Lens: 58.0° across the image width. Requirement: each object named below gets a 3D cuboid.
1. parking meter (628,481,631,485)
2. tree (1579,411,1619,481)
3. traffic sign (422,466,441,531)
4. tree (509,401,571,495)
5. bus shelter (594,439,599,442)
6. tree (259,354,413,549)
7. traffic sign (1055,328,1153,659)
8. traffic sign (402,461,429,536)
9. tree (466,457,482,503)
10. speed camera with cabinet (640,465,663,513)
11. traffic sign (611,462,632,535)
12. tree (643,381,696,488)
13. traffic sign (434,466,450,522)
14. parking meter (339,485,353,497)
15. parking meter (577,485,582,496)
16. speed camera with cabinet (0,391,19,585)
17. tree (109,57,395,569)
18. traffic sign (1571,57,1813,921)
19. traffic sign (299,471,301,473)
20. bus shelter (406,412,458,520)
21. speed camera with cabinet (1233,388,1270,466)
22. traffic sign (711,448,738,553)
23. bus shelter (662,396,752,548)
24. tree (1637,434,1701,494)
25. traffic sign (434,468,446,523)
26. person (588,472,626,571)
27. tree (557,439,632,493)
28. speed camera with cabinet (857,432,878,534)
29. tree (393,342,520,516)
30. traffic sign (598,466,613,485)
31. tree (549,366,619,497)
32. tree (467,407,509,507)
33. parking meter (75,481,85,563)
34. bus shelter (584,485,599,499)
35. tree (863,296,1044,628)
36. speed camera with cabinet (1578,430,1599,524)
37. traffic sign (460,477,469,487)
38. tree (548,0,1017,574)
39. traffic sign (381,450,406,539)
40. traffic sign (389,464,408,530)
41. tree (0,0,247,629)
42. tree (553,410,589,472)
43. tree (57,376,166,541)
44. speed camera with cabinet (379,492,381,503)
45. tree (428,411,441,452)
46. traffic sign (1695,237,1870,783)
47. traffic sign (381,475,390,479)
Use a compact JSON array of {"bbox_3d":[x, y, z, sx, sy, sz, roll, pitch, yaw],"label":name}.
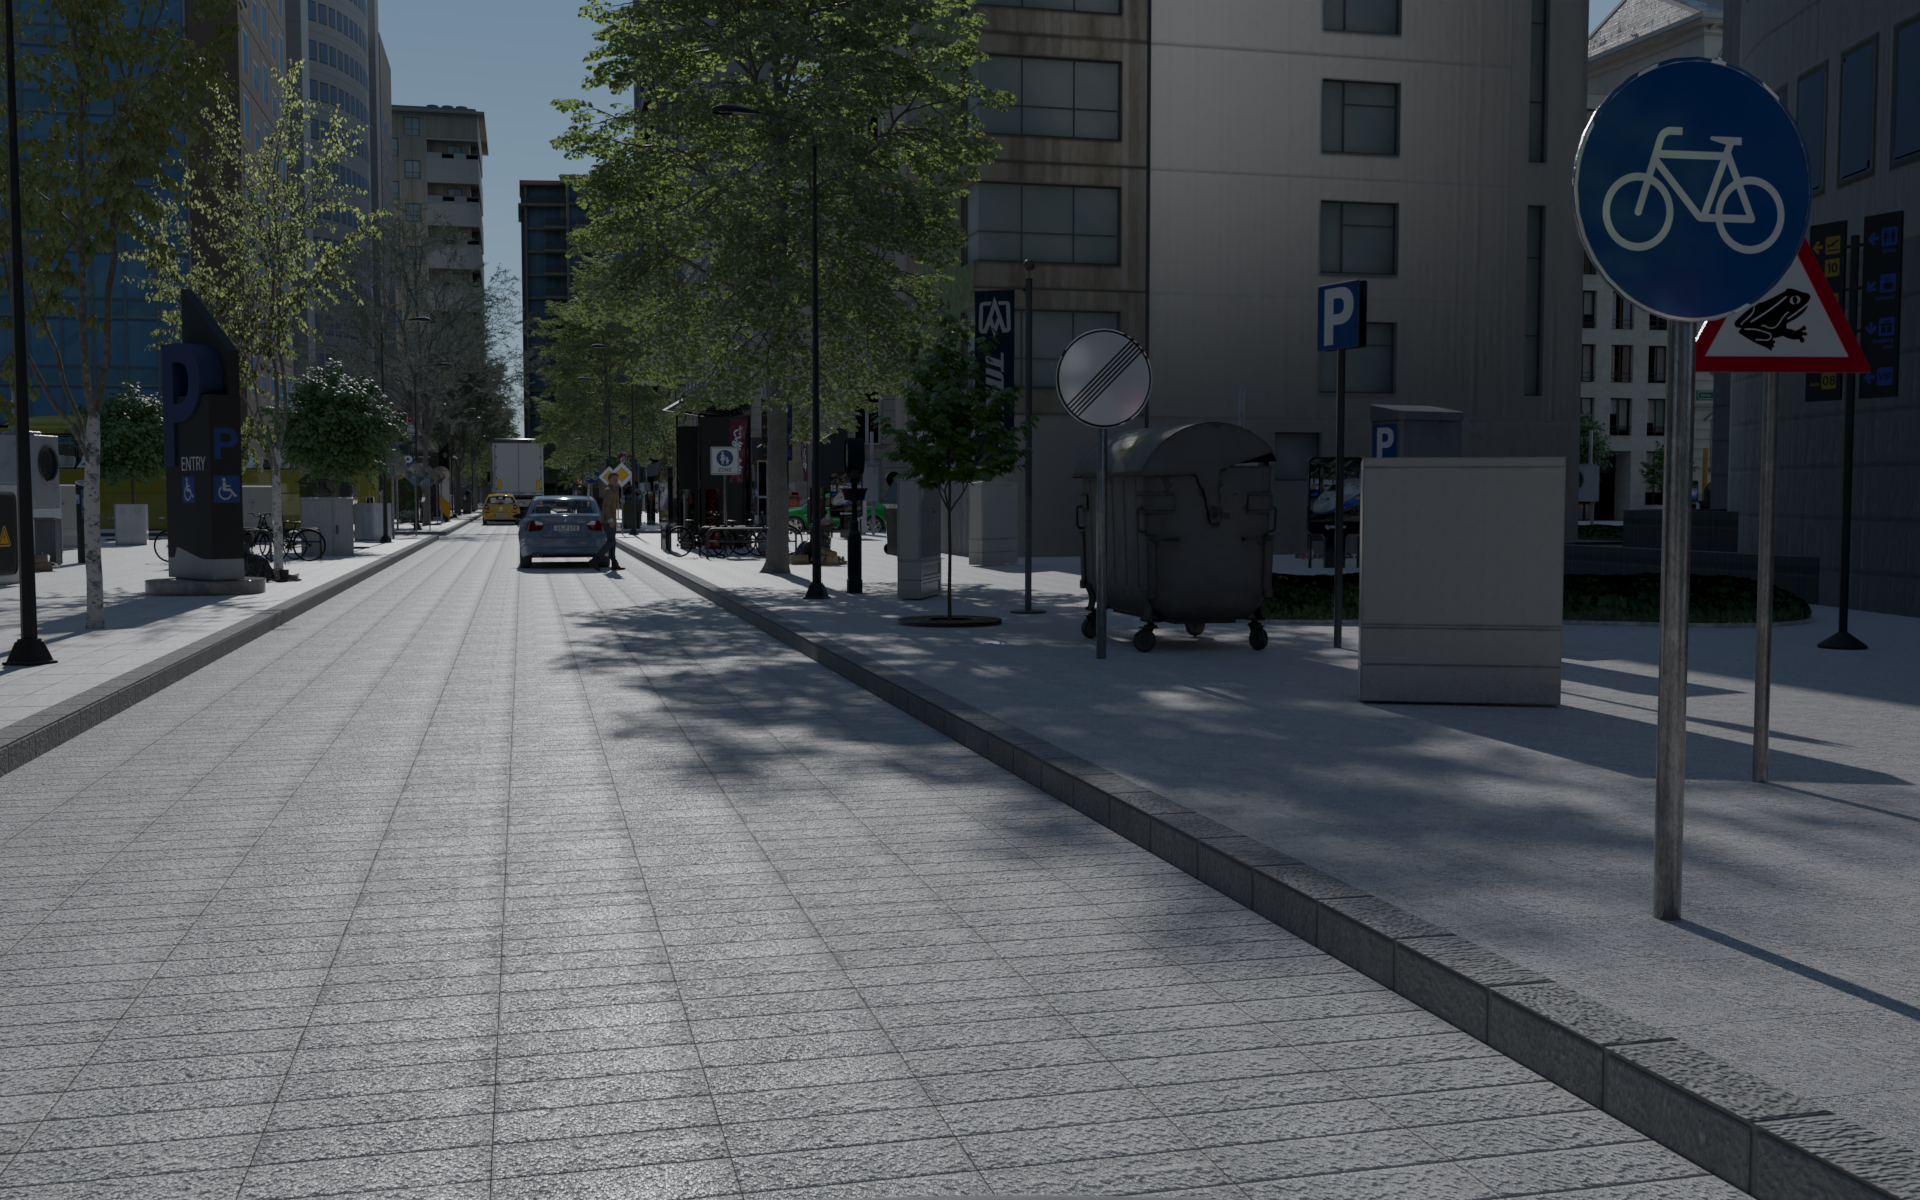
[{"bbox_3d":[-15.022,-4.447,78.426,0.255,1.863,0.399,-1,4,-9],"label":"parking meter"},{"bbox_3d":[20.564,-4.586,58.694,4.285,4.588,4.351,0,3,0],"label":"tree"},{"bbox_3d":[-18.584,-3.489,60.682,0.795,2.450,0.064,-1,4,-14],"label":"traffic sign"},{"bbox_3d":[-44.029,-16.332,192.788,9.928,11.665,9.643,0,3,0],"label":"tree"},{"bbox_3d":[-26.310,-8.960,124.122,2.179,5.291,8.768,-1,4,-14],"label":"bus shelter"},{"bbox_3d":[-14.583,-3.481,40.625,4.285,4.588,4.351,0,3,0],"label":"tree"},{"bbox_3d":[1.103,-0.815,13.427,0.768,2.556,0.104,-1,4,-9],"label":"traffic sign"},{"bbox_3d":[-16.631,-3.015,52.939,0.795,2.450,0.064,-1,4,-14],"label":"traffic sign"},{"bbox_3d":[-54.304,-14.975,195.206,4.737,8.622,4.395,0,3,0],"label":"tree"},{"bbox_3d":[-20.815,-7.568,118.079,0.660,3.252,2.038,-3,5,-39],"label":"speed camera with cabinet"},{"bbox_3d":[-10.619,-3.106,54.428,0.795,2.450,0.064,-1,4,-14],"label":"traffic sign"},{"bbox_3d":[-18.531,-9.850,111.410,4.360,8.622,3.978,0,3,0],"label":"tree"},{"bbox_3d":[-23.673,-4.828,79.051,0.768,2.556,0.104,0,4,-5],"label":"traffic sign"},{"bbox_3d":[-16.510,-2.332,46.546,0.372,1.533,0.369,0,3,0],"label":"parking meter"},{"bbox_3d":[-25.583,-6.789,116.705,0.255,1.863,0.399,1,4,18],"label":"parking meter"},{"bbox_3d":[-13.781,-1.875,24.987,0.660,3.252,2.038,0,3,0],"label":"speed camera with cabinet"},{"bbox_3d":[-11.587,-4.781,28.536,4.360,8.622,3.978,0,3,0],"label":"tree"},{"bbox_3d":[2.141,-0.310,5.167,0.768,2.556,0.104,-1,4,-10],"label":"traffic sign"},{"bbox_3d":[-18.940,-3.082,50.503,0.768,2.556,0.104,-1,4,-13],"label":"traffic sign"},{"bbox_3d":[-26.748,-6.744,87.889,2.179,5.291,8.768,-1,4,-14],"label":"bus shelter"},{"bbox_3d":[5.036,-2.281,31.634,0.660,3.252,2.038,2,4,32],"label":"speed camera with cabinet"},{"bbox_3d":[-5.085,-2.163,37.495,0.606,2.300,0.079,-1,4,-9],"label":"traffic sign"},{"bbox_3d":[-6.536,-3.262,44.618,1.731,3.624,6.357,-1,4,-14],"label":"bus shelter"},{"bbox_3d":[21.594,-3.585,53.212,1.663,3.219,1.824,0,3,0],"label":"tree"},{"bbox_3d":[-23.317,-4.650,77.208,0.795,2.450,0.064,-1,4,-12],"label":"traffic sign"},{"bbox_3d":[-6.559,-1.464,32.340,0.656,1.842,0.836,3,5,45],"label":"person"},{"bbox_3d":[-19.241,-6.703,93.308,4.285,4.588,4.351,0,3,0],"label":"tree"},{"bbox_3d":[-3.244,-3.748,55.620,0.660,3.252,2.038,-2,4,-23],"label":"speed camera with cabinet"},{"bbox_3d":[-30.061,-10.305,102.898,8.767,10.594,7.601,1,4,17],"label":"tree"},{"bbox_3d":[-12.572,-3.580,62.172,0.795,2.450,0.064,-1,4,-14],"label":"traffic sign"},{"bbox_3d":[-21.166,-9.043,98.221,4.737,8.622,4.395,0,3,0],"label":"tree"},{"bbox_3d":[-55.657,-16.909,202.211,9.928,11.665,9.643,0,3,0],"label":"tree"},{"bbox_3d":[-16.270,-1.461,32.304,0.372,1.533,0.369,0,3,0],"label":"parking meter"},{"bbox_3d":[-22.496,-7.030,106.227,1.731,3.624,6.357,-1,4,-14],"label":"bus shelter"},{"bbox_3d":[-0.208,-1.367,16.947,1.663,3.219,1.824,0,3,0],"label":"tree"},{"bbox_3d":[19.165,-3.672,54.367,0.660,3.252,2.038,-1,4,-18],"label":"speed camera with cabinet"},{"bbox_3d":[-36.562,-7.795,127.556,0.768,2.556,0.104,-1,4,-13],"label":"traffic sign"},{"bbox_3d":[-2.952,-6.733,28.207,7.486,12.596,7.792,0,3,0],"label":"tree"},{"bbox_3d":[-16.229,-3.023,49.529,0.768,2.556,0.104,-1,4,-9],"label":"traffic sign"},{"bbox_3d":[-20.105,-3.776,61.844,0.768,2.556,0.104,0,4,-7],"label":"traffic sign"},{"bbox_3d":[-8.476,-4.036,16.353,4.737,8.622,4.395,0,3,0],"label":"tree"},{"bbox_3d":[-30.833,-11.638,140.647,4.360,8.622,3.978,0,3,0],"label":"tree"},{"bbox_3d":[-23.128,-3.941,48.143,4.285,4.588,4.351,0,3,0],"label":"tree"},{"bbox_3d":[-41.943,-8.042,125.830,2.038,3.252,0.660,-2,4,-30],"label":"speed camera with cabinet"},{"bbox_3d":[-37.643,-13.140,132.972,7.486,12.596,7.792,0,3,0],"label":"tree"},{"bbox_3d":[3.565,-0.467,7.644,0.884,2.594,0.081,0,4,-7],"label":"traffic sign"},{"bbox_3d":[-26.628,-4.942,80.911,0.768,2.556,0.104,0,4,-7],"label":"traffic sign"}]
